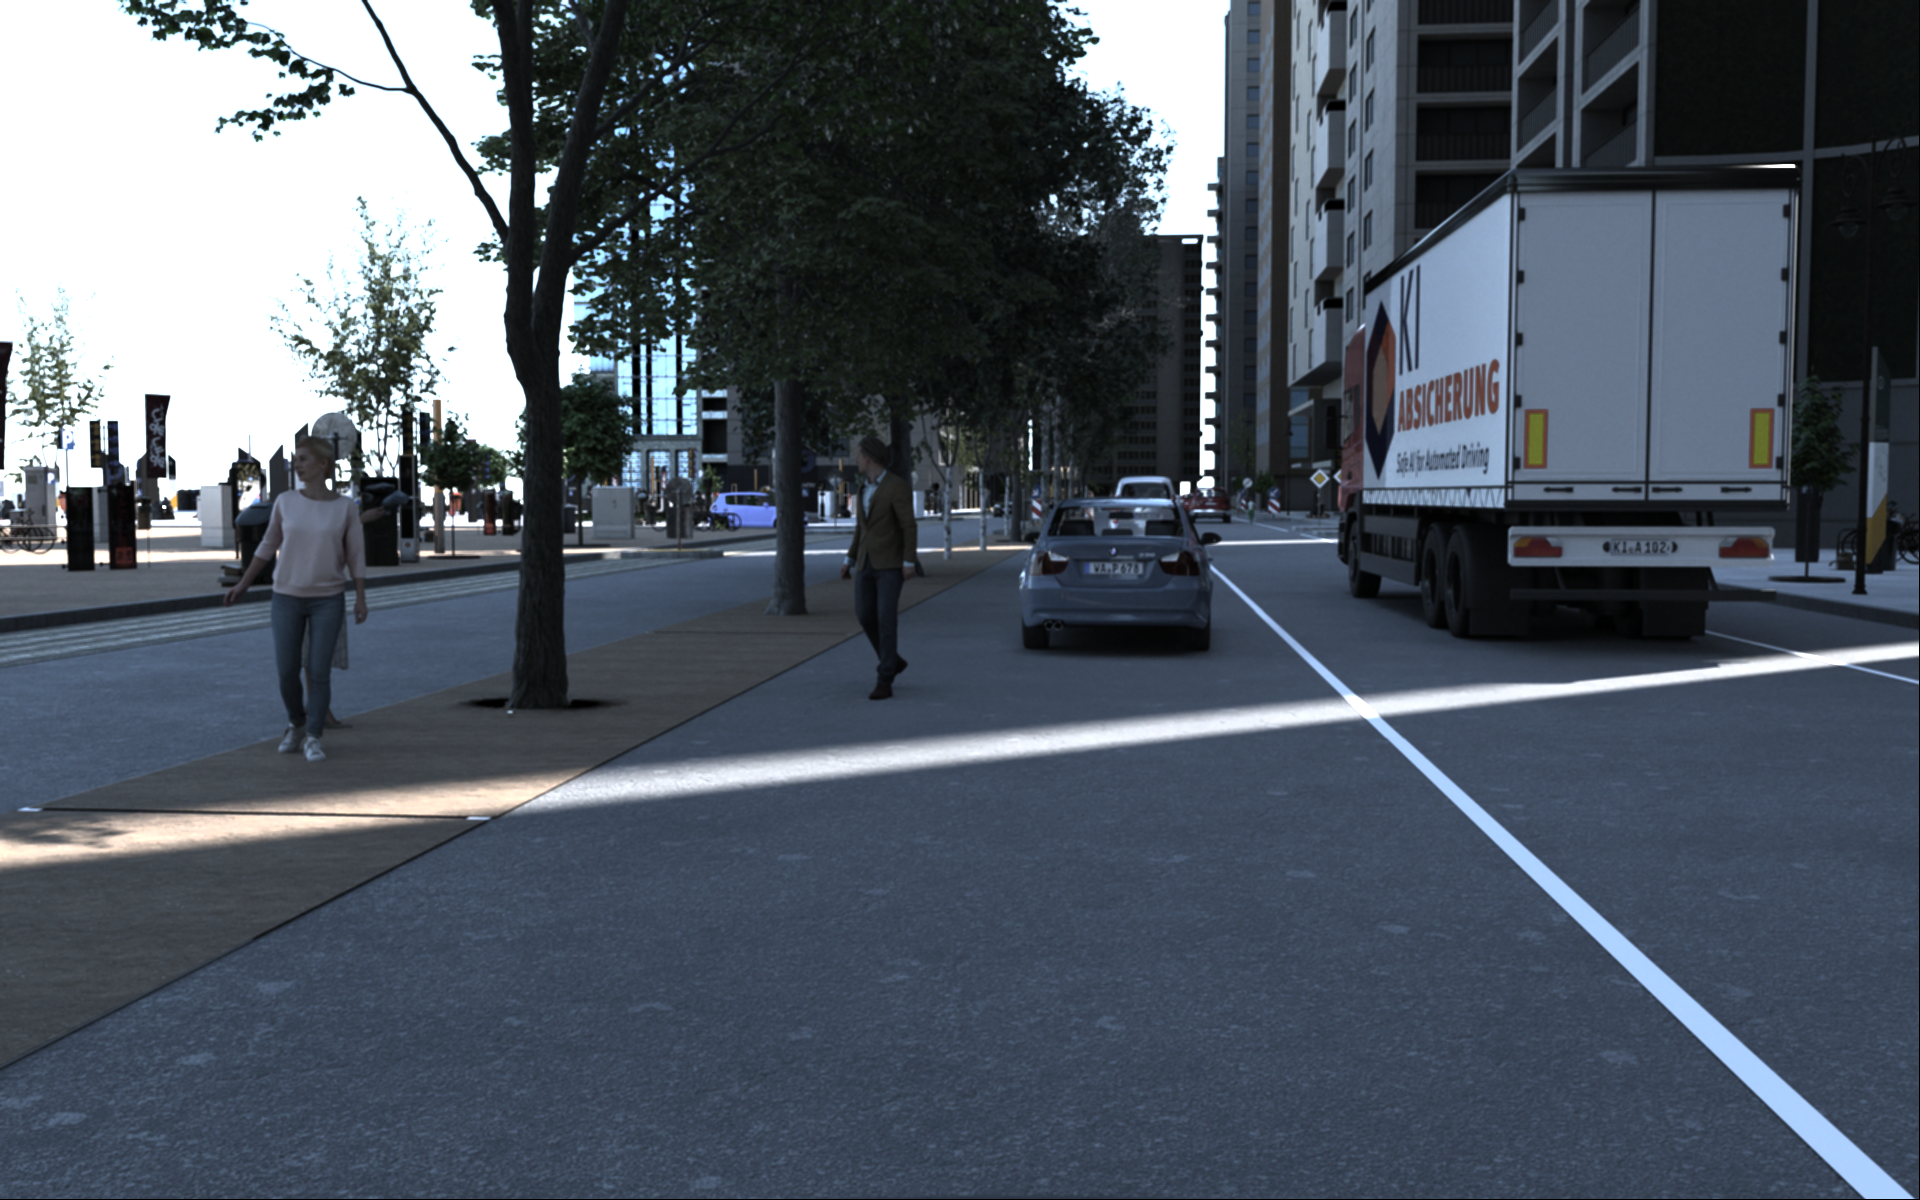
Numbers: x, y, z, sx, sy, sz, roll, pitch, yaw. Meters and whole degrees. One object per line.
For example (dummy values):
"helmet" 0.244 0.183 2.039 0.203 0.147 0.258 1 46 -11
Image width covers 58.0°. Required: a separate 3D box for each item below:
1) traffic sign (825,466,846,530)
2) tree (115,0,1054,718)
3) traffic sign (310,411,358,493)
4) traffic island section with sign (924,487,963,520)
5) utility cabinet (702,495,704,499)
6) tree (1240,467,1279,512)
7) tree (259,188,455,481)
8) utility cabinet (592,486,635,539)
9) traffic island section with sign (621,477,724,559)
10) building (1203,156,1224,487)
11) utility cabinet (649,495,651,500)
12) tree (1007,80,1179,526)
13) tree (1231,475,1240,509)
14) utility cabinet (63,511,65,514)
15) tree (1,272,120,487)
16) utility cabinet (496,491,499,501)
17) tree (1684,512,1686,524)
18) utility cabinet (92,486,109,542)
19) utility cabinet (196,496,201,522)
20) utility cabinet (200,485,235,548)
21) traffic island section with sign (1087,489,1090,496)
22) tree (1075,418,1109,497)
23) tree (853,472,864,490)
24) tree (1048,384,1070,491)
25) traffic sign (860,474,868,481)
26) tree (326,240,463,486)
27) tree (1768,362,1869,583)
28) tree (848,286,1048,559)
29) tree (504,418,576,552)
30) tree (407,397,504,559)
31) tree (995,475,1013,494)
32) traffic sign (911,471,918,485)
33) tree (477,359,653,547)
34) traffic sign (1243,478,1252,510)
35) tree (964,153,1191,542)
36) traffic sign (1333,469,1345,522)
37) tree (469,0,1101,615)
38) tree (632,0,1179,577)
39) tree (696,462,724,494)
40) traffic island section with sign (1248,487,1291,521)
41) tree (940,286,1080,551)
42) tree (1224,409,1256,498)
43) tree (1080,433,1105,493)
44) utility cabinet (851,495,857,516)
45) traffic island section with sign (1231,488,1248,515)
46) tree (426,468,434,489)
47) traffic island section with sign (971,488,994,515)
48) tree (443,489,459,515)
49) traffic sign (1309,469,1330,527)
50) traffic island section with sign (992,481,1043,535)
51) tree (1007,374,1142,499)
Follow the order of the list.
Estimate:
"traffic sign" -4.446 -3.558 61.819 0.795 2.450 0.064 0 4 6
"tree" -2.727 -5.072 11.139 9.928 11.665 9.643 0 3 0
"traffic sign" -9.661 -1.628 26.723 0.768 2.556 0.104 0 4 8
"traffic island section with sign" -0.853 -5.262 94.661 1.989 1.847 2.006 0 4 6
"utility cabinet" -19.369 -7.270 130.028 0.306 1.237 1.020 2 4 25
"tree" 22.087 -8.136 127.625 1.663 3.219 1.824 0 3 0
"tree" -14.103 -5.569 41.421 4.737 8.622 4.395 0 3 0
"utility cabinet" -9.874 -2.485 49.302 1.173 1.500 0.318 1 4 12
"traffic island section with sign" -6.421 -1.862 39.077 1.989 1.847 2.006 0 4 6
"building" 48.721 -37.727 236.445 30.456 49.044 23.786 0 4 6
"utility cabinet" -19.106 -5.856 106.902 1.020 1.237 0.306 -3 5 -40
"tree" 2.539 -13.242 74.852 12.611 20.169 13.585 0 3 0
"tree" 24.505 -9.558 150.875 1.663 3.219 1.824 0 3 0
"utility cabinet" -55.975 -5.992 109.124 1.020 1.237 0.306 -2 4 -29
"tree" -30.489 -6.587 58.067 4.737 8.622 4.395 0 3 0
"utility cabinet" -32.676 -6.890 121.329 1.173 1.500 0.318 1 4 22
"tree" 13.198 -2.260 31.560 1.663 3.219 1.824 0 3 0
"utility cabinet" -22.831 -2.298 46.246 0.318 1.500 1.173 0 4 2
"utility cabinet" -35.312 -4.246 80.587 0.306 1.237 1.020 -1 4 -18
"utility cabinet" -17.661 -1.990 41.216 1.173 1.500 0.318 3 5 43
"traffic island section with sign" 10.449 -8.284 143.586 2.006 1.907 1.989 0 4 6
"tree" 9.229 -10.655 127.023 4.360 8.622 3.978 0 3 0
"tree" -4.517 -5.636 86.748 1.663 3.219 1.824 0 3 0
"tree" 1.618 -6.527 59.536 4.360 8.622 3.978 0 3 0
"traffic sign" -3.650 -4.044 69.764 0.795 2.450 0.064 0 4 6
"tree" -16.689 -6.144 50.813 4.360 8.622 3.978 0 3 0
"tree" 12.606 -1.888 25.469 1.663 3.219 1.824 0 3 0
"tree" -0.256 -5.194 37.737 4.360 8.622 3.978 0 3 0
"tree" -9.223 -2.671 38.267 1.663 3.219 1.824 0 3 0
"tree" -10.180 -2.450 34.654 1.663 3.219 1.824 0 3 0
"tree" 4.203 -10.800 171.174 1.663 3.219 1.824 0 3 0
"traffic sign" -2.697 -5.885 96.329 0.768 2.556 0.104 1 4 12
"tree" -9.228 -3.589 42.398 4.285 4.588 4.351 0 3 0
"traffic sign" 22.710 -8.364 136.858 0.768 2.556 0.104 1 4 10
"tree" 1.682 -8.455 51.070 12.009 13.543 11.850 0 3 0
"traffic sign" 13.308 -3.449 60.027 0.795 2.450 0.064 0 4 6
"tree" -2.096 -6.117 20.591 7.486 12.596 7.792 0 3 0
"tree" -1.024 -6.749 29.810 9.611 12.733 9.660 0 3 0
"tree" -15.069 -6.639 103.145 1.663 3.219 1.824 0 3 0
"traffic island section with sign" 16.595 -5.131 92.523 1.989 1.847 2.006 0 4 6
"tree" 0.599 -5.505 42.828 4.737 8.622 4.395 0 3 0
"tree" 24.469 -12.038 147.186 4.737 8.622 4.395 0 3 0
"tree" 9.360 -10.958 131.986 4.737 8.622 4.395 0 3 0
"utility cabinet" -6.115 -5.679 104.012 0.306 1.237 1.020 3 5 41
"traffic island section with sign" 19.380 -6.832 120.333 1.989 1.847 2.006 0 4 6
"tree" -31.308 -7.518 106.627 4.285 4.588 4.351 0 3 0
"traffic island section with sign" 1.821 -6.904 121.503 1.989 1.847 2.006 0 4 6
"tree" -27.048 -7.016 98.425 4.285 4.588 4.351 0 3 0
"traffic sign" 14.103 -3.935 67.972 0.795 2.450 0.064 0 4 6
"traffic island section with sign" 2.224 -3.261 61.450 2.006 1.907 1.989 0 4 6
"tree" 6.126 -9.863 98.137 8.767 10.594 7.601 0 4 6
